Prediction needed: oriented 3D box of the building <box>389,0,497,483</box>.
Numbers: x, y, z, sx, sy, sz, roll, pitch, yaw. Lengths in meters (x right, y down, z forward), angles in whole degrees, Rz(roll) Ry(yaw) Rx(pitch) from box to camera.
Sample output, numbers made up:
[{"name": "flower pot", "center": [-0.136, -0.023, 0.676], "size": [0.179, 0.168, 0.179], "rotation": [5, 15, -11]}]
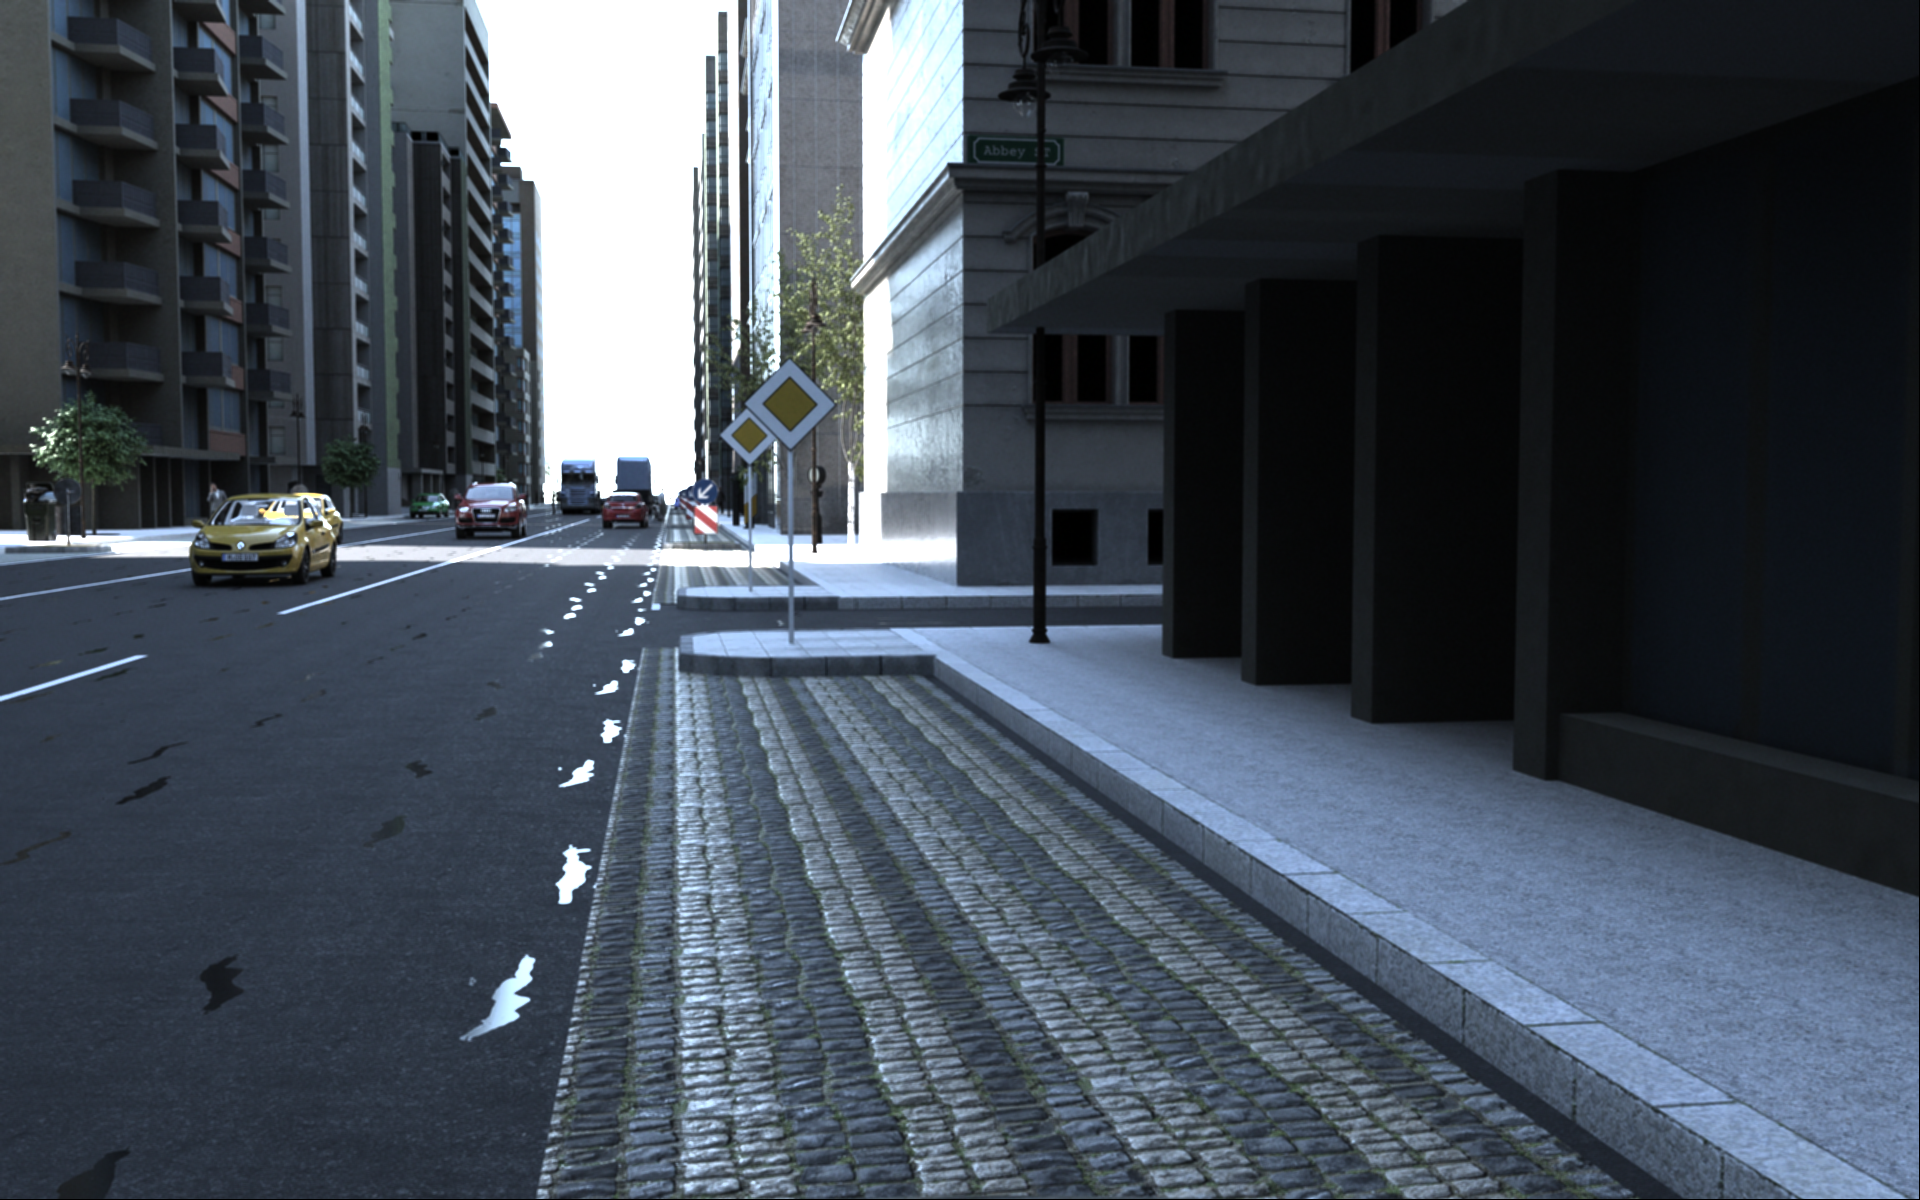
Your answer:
[{"name": "building", "center": [-53.469, -32.407, 153.555], "size": [21.300, 48.544, 21.600], "rotation": [-1, 4, -9]}]

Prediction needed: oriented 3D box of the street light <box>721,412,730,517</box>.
[{"name": "street light", "center": [-12.898, -7.565, 96.468], "size": [0.468, 5.910, 1.993], "rotation": [-1, 4, -9]}]

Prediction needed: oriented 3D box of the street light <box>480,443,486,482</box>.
[{"name": "street light", "center": [-42.688, -11.140, 154.927], "size": [0.468, 5.910, 1.993], "rotation": [-1, 4, -9]}]

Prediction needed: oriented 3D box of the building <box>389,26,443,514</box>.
[{"name": "building", "center": [-52.515, -25.979, 116.631], "size": [32.217, 40.220, 23.993], "rotation": [-1, 4, -9]}]

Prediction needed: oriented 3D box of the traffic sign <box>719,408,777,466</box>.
[{"name": "traffic sign", "center": [-2.735, -1.255, 22.716], "size": [0.795, 2.593, 0.064], "rotation": [-1, 4, -9]}]

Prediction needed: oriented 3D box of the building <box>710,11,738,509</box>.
[{"name": "building", "center": [-14.187, -28.637, 151.803], "size": [14.154, 41.232, 14.086], "rotation": [-1, 4, -9]}]

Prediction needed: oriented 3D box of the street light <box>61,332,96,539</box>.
[{"name": "street light", "center": [-25.228, -4.703, 49.675], "size": [0.468, 5.910, 1.993], "rotation": [-1, 4, -9]}]

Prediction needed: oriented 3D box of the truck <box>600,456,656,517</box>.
[{"name": "truck", "center": [-22.276, -7.749, 116.460], "size": [2.967, 4.110, 18.799], "rotation": [0, 4, -8]}]

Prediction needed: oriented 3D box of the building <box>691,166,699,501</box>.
[{"name": "building", "center": [-26.923, -37.977, 244.622], "size": [21.300, 48.544, 21.600], "rotation": [-1, 4, -9]}]

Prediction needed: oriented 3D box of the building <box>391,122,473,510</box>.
[{"name": "building", "center": [-46.825, -22.351, 137.140], "size": [14.160, 30.474, 14.107], "rotation": [-1, 4, -9]}]

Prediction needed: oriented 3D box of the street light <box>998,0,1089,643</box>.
[{"name": "street light", "center": [0.687, -2.569, 14.788], "size": [0.468, 5.910, 1.993], "rotation": [-1, 4, -9]}]

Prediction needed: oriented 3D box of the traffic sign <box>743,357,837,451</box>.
[{"name": "traffic sign", "center": [-1.431, -0.774, 14.838], "size": [0.795, 2.593, 0.064], "rotation": [-1, 4, -9]}]

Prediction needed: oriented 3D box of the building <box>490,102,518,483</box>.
[{"name": "building", "center": [-60.443, -32.654, 188.509], "size": [22.147, 44.769, 28.867], "rotation": [-1, 4, -9]}]

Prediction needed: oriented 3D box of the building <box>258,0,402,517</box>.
[{"name": "building", "center": [-40.766, -25.424, 99.277], "size": [14.154, 41.232, 14.086], "rotation": [-1, 4, -9]}]

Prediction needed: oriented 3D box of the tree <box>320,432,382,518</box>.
[{"name": "tree", "center": [-32.377, -6.620, 91.955], "size": [4.285, 4.588, 4.351], "rotation": [0, 3, 0]}]

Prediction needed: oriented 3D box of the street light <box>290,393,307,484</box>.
[{"name": "street light", "center": [-30.278, -6.515, 79.311], "size": [0.468, 5.910, 1.993], "rotation": [-1, 4, -9]}]

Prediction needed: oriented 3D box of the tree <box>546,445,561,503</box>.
[{"name": "tree", "center": [-59.724, -18.407, 251.321], "size": [4.360, 8.622, 3.978], "rotation": [0, 3, 0]}]

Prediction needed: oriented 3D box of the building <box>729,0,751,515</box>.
[{"name": "building", "center": [-7.363, -28.119, 109.849], "size": [14.600, 45.320, 14.200], "rotation": [-1, 4, -9]}]

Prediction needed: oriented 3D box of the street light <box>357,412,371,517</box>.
[{"name": "street light", "center": [-32.826, -7.508, 95.548], "size": [0.468, 5.910, 1.993], "rotation": [-1, 4, -9]}]

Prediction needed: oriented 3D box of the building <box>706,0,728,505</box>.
[{"name": "building", "center": [-17.448, -53.993, 195.462], "size": [22.319, 86.520, 31.000], "rotation": [-1, 4, -9]}]

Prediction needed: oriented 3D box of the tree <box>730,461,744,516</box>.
[{"name": "tree", "center": [-12.559, -6.465, 100.311], "size": [1.663, 3.219, 1.824], "rotation": [0, 3, 0]}]

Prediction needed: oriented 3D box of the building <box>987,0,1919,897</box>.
[{"name": "building", "center": [13.149, -21.225, 1.660], "size": [22.147, 44.769, 28.867], "rotation": [-1, 4, -9]}]

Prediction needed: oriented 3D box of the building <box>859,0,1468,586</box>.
[{"name": "building", "center": [9.915, -14.905, 31.089], "size": [23.554, 28.519, 14.401], "rotation": [-1, 4, -9]}]

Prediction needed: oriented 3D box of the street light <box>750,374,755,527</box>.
[{"name": "street light", "center": [-8.024, -5.750, 66.803], "size": [0.468, 5.910, 1.993], "rotation": [-1, 4, -9]}]

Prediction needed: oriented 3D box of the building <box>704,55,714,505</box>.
[{"name": "building", "center": [-17.310, -29.510, 166.088], "size": [14.154, 41.232, 14.086], "rotation": [-1, 4, -9]}]

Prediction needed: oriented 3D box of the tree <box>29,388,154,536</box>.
[{"name": "tree", "center": [-26.903, -4.288, 53.819], "size": [4.285, 4.588, 4.351], "rotation": [0, 3, 0]}]

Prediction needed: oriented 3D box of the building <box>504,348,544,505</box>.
[{"name": "building", "center": [-67.559, -22.766, 217.265], "size": [27.650, 21.520, 28.899], "rotation": [-1, 4, -9]}]

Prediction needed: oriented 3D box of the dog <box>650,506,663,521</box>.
[{"name": "dog", "center": [-15.799, -4.536, 90.993], "size": [0.800, 0.831, 0.513], "rotation": [1, 4, 13]}]

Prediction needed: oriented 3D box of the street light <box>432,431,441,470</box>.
[{"name": "street light", "center": [-37.835, -9.325, 125.258], "size": [0.468, 5.910, 1.993], "rotation": [-1, 4, -9]}]

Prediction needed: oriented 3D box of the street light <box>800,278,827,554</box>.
[{"name": "street light", "center": [-3.133, -3.936, 37.141], "size": [0.468, 5.910, 1.993], "rotation": [-1, 4, -9]}]

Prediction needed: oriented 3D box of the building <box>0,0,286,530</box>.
[{"name": "building", "center": [-41.361, -25.549, 72.358], "size": [22.147, 44.769, 28.867], "rotation": [-1, 4, -9]}]

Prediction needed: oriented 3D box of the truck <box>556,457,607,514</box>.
[{"name": "truck", "center": [-28.085, -8.568, 129.852], "size": [2.967, 4.110, 18.799], "rotation": [-1, 4, -9]}]

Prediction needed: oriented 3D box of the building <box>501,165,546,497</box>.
[{"name": "building", "center": [-65.010, -36.028, 239.175], "size": [14.600, 45.320, 14.200], "rotation": [-1, 4, -9]}]

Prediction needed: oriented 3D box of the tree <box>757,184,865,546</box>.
[{"name": "tree", "center": [-2.429, -5.621, 42.265], "size": [4.737, 8.622, 4.395], "rotation": [0, 3, 0]}]

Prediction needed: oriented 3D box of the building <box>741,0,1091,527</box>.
[{"name": "building", "center": [-3.436, -18.265, 86.024], "size": [14.401, 28.519, 23.554], "rotation": [-1, 4, -9]}]

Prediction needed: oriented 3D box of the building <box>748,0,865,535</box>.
[{"name": "building", "center": [-1.339, -15.073, 64.471], "size": [12.078, 24.808, 19.932], "rotation": [-1, 4, -9]}]

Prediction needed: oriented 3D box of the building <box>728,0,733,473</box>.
[{"name": "building", "center": [-3.633, -33.184, 131.794], "size": [28.713, 52.752, 27.495], "rotation": [-1, 4, -9]}]

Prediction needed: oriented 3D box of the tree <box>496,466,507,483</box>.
[{"name": "tree", "center": [-46.043, -11.388, 169.907], "size": [4.285, 4.588, 4.351], "rotation": [0, 3, 0]}]

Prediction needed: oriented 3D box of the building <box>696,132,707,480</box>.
[{"name": "building", "center": [-22.533, -36.662, 223.120], "size": [21.300, 48.544, 21.600], "rotation": [-1, 4, -9]}]

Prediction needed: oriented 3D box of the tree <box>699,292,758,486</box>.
[{"name": "tree", "center": [-5.142, -6.131, 50.607], "size": [4.737, 8.622, 4.395], "rotation": [0, 3, 0]}]
